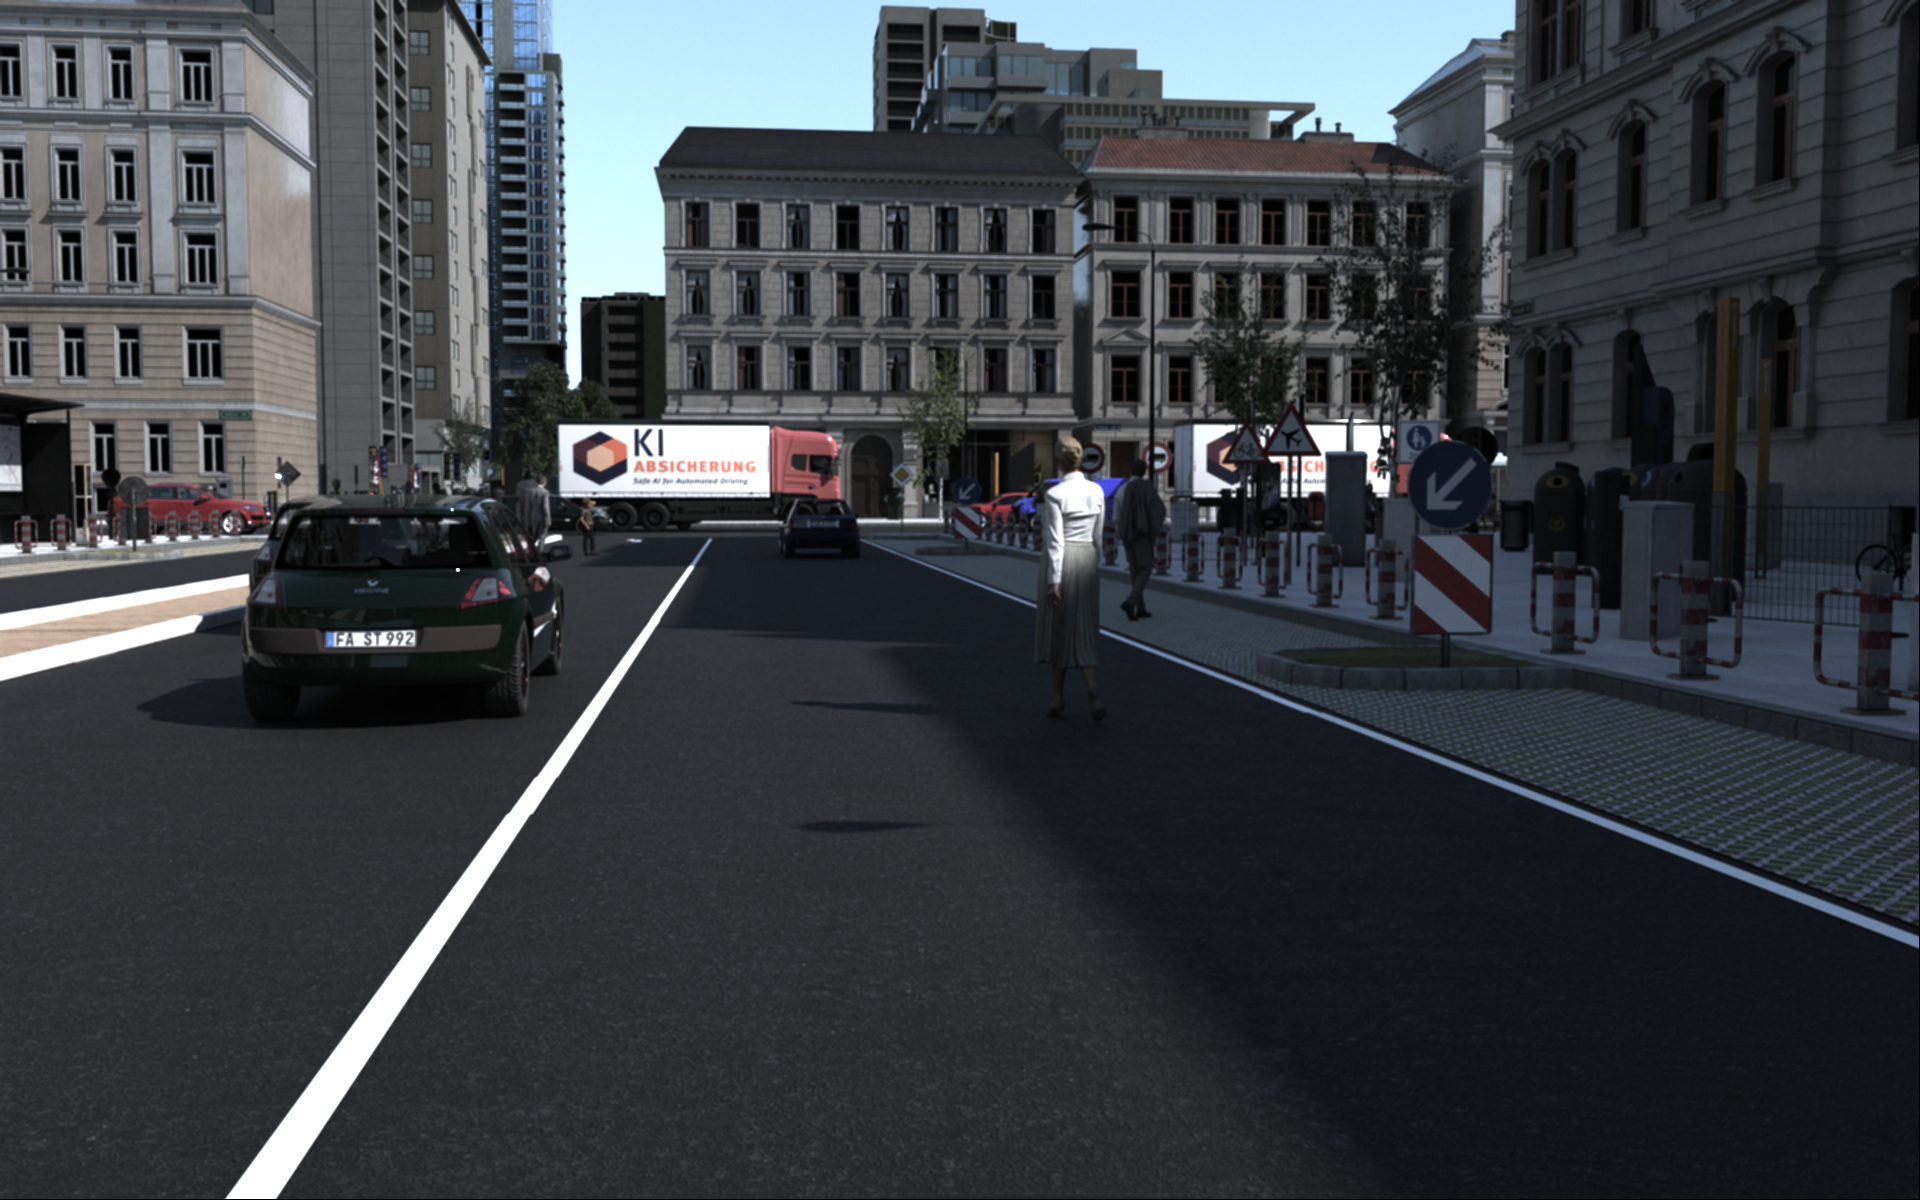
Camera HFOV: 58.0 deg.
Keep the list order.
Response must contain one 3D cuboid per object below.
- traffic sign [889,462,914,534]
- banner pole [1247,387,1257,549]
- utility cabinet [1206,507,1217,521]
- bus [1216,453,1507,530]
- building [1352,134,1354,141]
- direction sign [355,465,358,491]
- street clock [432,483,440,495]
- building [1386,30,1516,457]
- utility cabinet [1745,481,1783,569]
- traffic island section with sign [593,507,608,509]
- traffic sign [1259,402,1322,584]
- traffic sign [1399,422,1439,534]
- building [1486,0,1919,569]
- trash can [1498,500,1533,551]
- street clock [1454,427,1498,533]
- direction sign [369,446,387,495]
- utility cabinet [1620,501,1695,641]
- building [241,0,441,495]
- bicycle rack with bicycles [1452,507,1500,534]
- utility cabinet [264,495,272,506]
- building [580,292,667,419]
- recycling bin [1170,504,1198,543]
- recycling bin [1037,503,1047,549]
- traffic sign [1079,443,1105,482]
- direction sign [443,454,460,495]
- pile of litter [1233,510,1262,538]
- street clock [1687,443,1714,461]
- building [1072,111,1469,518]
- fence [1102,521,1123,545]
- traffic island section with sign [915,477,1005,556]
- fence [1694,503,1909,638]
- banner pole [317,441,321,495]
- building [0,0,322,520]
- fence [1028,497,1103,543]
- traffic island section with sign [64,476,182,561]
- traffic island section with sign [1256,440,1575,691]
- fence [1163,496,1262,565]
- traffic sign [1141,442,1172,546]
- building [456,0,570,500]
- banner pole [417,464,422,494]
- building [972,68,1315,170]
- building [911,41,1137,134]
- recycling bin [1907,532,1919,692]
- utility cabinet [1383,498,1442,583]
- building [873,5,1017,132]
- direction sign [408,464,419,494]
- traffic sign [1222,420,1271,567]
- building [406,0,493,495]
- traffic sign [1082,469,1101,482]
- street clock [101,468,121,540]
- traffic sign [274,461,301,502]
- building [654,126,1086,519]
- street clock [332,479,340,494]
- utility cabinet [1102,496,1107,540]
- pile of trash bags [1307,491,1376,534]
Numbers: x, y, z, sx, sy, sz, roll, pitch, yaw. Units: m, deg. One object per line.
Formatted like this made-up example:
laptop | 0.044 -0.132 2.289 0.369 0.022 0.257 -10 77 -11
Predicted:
traffic sign | -1.850 -3.141 55.004 0.795 2.450 0.064 0 4 -7
banner pole | 6.841 -3.090 40.533 0.401 3.779 0.863 1 4 15
utility cabinet | 11.968 -4.298 81.429 1.020 1.237 0.306 -3 5 -44
bus | 17.324 -4.676 71.313 13.247 3.499 2.948 0 4 -8
building | 39.529 -30.627 192.636 23.993 40.220 32.217 0 4 -7
direction sign | -47.890 -8.896 137.452 0.379 3.537 0.876 -2 4 -32
street clock | -34.092 -6.618 112.772 0.471 2.002 0.358 -2 4 -27
building | 36.730 -19.232 100.344 20.117 28.700 13.634 0 4 -7
utility cabinet | 13.724 -1.283 29.661 1.173 1.500 0.318 -3 5 -45
traffic island section with sign | -34.855 -9.838 169.474 1.989 1.847 2.006 0 4 -7
traffic sign | 4.668 -1.499 24.520 0.884 2.594 0.081 0 4 -3
traffic sign | 6.364 -1.344 24.107 0.606 2.300 0.079 0 4 -6
building | 21.785 -15.118 34.564 14.401 28.519 23.554 0 4 -7
trash can | 12.456 -1.665 38.883 0.748 1.137 0.748 0 3 0
street clock | 5.557 -0.867 18.752 0.471 2.002 0.358 1 4 11
direction sign | -27.419 -5.485 81.679 0.876 3.537 0.379 -3 5 -43
utility cabinet | 6.261 -0.267 15.528 0.306 1.237 1.020 3 5 41
building | -56.559 -43.469 148.967 20.563 71.187 20.611 0 4 -7
bicycle rack with bicycles | 14.309 -2.256 50.261 2.925 0.926 2.852 -2 4 -24
utility cabinet | -33.188 -4.398 83.070 0.306 1.237 1.020 -1 4 -18
building | -47.465 -29.310 250.920 14.107 30.474 14.160 0 4 -7
recycling bin | 5.974 -2.052 46.109 0.722 1.027 0.722 0 4 6
recycling bin | 2.308 -1.730 40.840 0.722 1.027 0.722 -2 4 -31
traffic sign | 3.228 -2.633 43.160 0.768 2.556 0.104 0 4 -6
direction sign | -28.469 -6.428 97.088 0.876 3.537 0.379 -1 4 -14
pile of litter | 8.774 -2.299 51.549 1.719 0.858 1.176 -2 4 -31
street clock | 10.558 -1.222 24.547 0.471 2.002 0.358 -1 4 -16
building | 16.141 -16.006 97.858 21.152 22.565 11.583 0 4 -7
fence | 3.460 -1.386 38.039 0.278 0.683 2.069 -3 4 -36
traffic island section with sign | -0.035 -1.976 40.936 1.989 1.847 2.006 0 4 -7
fence | 7.818 -0.317 16.393 0.480 1.192 2.264 -2 4 -26
banner pole | -30.177 -5.597 81.530 0.401 3.779 0.863 -2 4 -25
building | -44.940 -18.559 89.339 20.117 28.700 13.634 0 4 -7
fence | 2.818 -2.124 45.936 2.264 1.192 0.480 -3 4 -37
traffic island section with sign | -18.309 -1.802 38.084 1.989 1.847 2.006 0 4 -7
traffic island section with sign | 3.406 -0.298 13.497 1.989 1.847 2.006 0 4 -7
fence | 4.353 -1.247 31.598 2.264 1.192 0.480 0 4 7
traffic sign | 4.818 -2.593 42.498 0.768 2.556 0.104 0 4 -1
building | -70.394 -57.377 250.777 31.000 86.520 22.319 0 4 -7
banner pole | -44.128 -9.259 141.409 0.401 3.779 0.863 1 4 22
building | 14.026 -28.794 162.670 32.217 40.220 23.993 0 4 -7
building | 6.563 -34.816 188.851 23.786 49.044 30.456 0 4 -7
recycling bin | 6.661 0.077 11.300 0.722 1.027 0.722 3 4 39
utility cabinet | 6.610 -0.859 25.209 0.306 1.237 1.020 -2 4 -28
building | -1.989 -50.169 258.521 20.611 71.187 20.563 0 4 -7
direction sign | -40.523 -8.352 128.546 0.379 3.537 0.876 3 4 37
traffic sign | 5.048 -1.872 30.605 0.884 2.594 0.081 0 4 -4
building | -64.668 -36.222 181.462 27.495 52.752 28.713 0 4 -7
traffic sign | 3.963 -3.062 52.192 0.606 2.300 0.079 0 4 2
street clock | -23.854 -2.700 48.710 0.471 2.002 0.358 -2 4 -33
traffic sign | -20.450 -3.000 52.689 0.795 2.450 0.064 0 4 -7
building | -14.243 -14.779 92.547 40.483 20.767 10.553 0 4 -7
street clock | -30.477 -4.900 84.689 0.358 2.002 0.471 -3 5 -40
utility cabinet | 3.721 -2.317 49.043 0.306 1.237 1.020 -3 4 -36
pile of trash bags | 13.022 -2.862 56.548 3.447 1.369 1.912 2 4 26
